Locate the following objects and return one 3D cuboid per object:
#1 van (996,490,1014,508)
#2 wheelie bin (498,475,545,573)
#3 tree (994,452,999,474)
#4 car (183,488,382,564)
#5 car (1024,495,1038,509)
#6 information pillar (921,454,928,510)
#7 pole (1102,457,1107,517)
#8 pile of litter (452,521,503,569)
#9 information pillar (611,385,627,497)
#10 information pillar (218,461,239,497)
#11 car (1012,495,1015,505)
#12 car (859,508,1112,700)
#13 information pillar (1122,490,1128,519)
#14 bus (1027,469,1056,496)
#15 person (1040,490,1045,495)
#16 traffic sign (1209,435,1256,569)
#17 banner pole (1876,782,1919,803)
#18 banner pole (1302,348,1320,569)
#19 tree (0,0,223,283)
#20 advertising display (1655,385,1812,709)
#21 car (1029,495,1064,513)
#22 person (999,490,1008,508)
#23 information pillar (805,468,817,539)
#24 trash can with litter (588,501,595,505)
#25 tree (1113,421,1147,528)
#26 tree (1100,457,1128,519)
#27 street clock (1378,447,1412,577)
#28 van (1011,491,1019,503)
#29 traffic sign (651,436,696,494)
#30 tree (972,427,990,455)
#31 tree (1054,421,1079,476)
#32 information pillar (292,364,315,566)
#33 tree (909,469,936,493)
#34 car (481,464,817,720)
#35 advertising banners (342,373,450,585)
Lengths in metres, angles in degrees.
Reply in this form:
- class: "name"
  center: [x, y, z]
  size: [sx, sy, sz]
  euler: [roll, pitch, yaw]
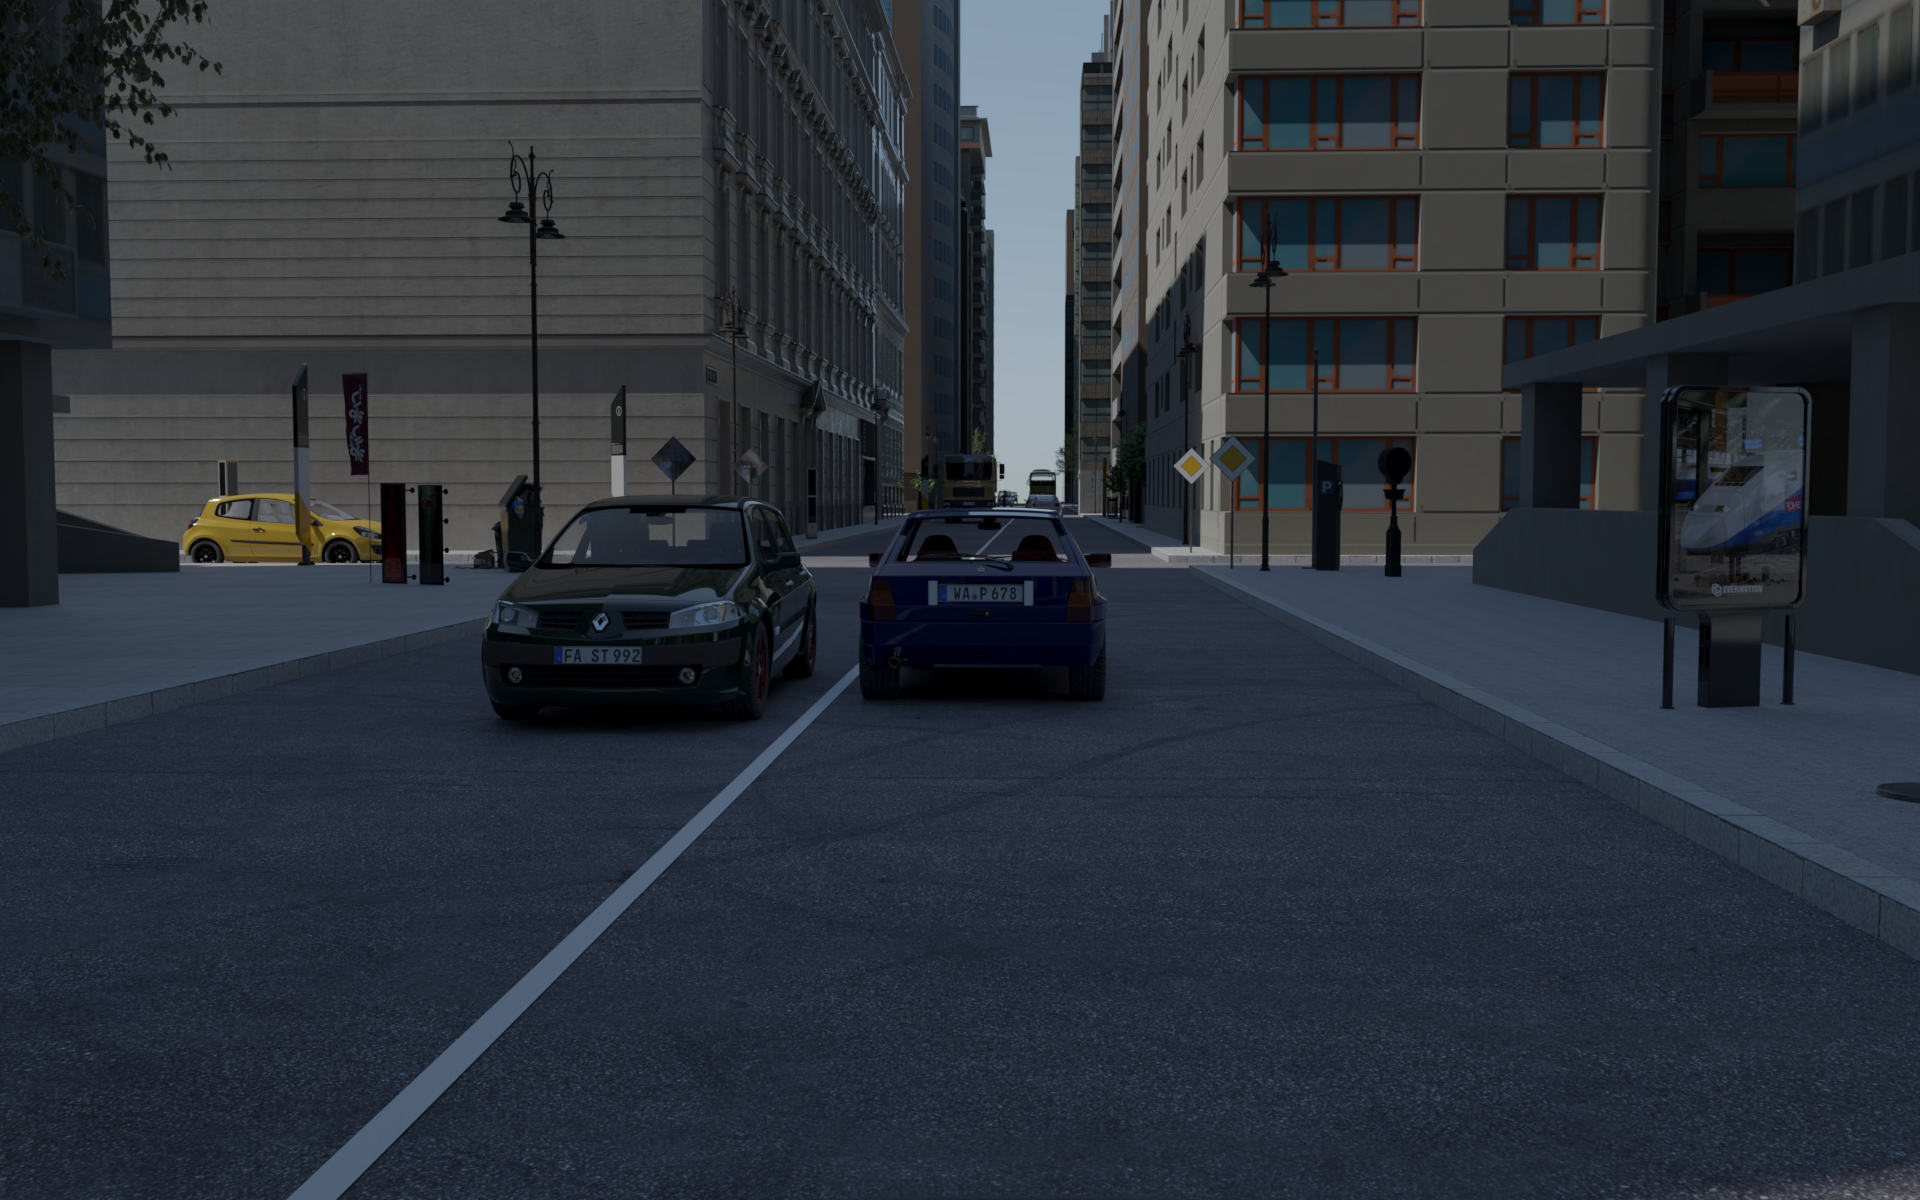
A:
- class: "van"
  center: [4.794, -10.884, 184.961]
  size: [2.013, 2.044, 4.112]
  euler: [0, 4, 1]
- class: "wheelie bin"
  center: [-7.207, -1.261, 28.525]
  size: [0.693, 1.594, 0.980]
  euler: [-2, 4, -27]
- class: "tree"
  center: [4.308, -19.724, 272.845]
  size: [4.360, 8.622, 3.978]
  euler: [0, 3, 0]
- class: "car"
  center: [-12.644, -1.395, 33.029]
  size: [3.980, 1.641, 2.015]
  euler: [0, 4, 4]
- class: "car"
  center: [6.041, -7.555, 135.892]
  size: [2.083, 1.381, 4.827]
  euler: [0, 4, 1]
- class: "information pillar"
  center: [-2.037, -6.670, 100.404]
  size: [0.504, 3.616, 0.183]
  euler: [-3, 5, -39]
- class: "pole"
  center: [8.046, -6.272, 96.386]
  size: [0.158, 3.312, 0.155]
  euler: [0, 3, 0]
- class: "pile of litter"
  center: [-7.939, -0.983, 30.036]
  size: [1.719, 0.858, 1.176]
  euler: [-1, 4, -10]
- class: "information pillar"
  center: [-7.350, -2.815, 37.380]
  size: [0.183, 3.616, 0.504]
  euler: [-3, 5, -44]
- class: "information pillar"
  center: [-16.076, -2.056, 38.108]
  size: [0.304, 2.012, 0.304]
  euler: [2, 4, 35]
- class: "car"
  center: [6.339, -13.360, 230.445]
  size: [2.014, 1.417, 4.499]
  euler: [0, 4, 1]
- class: "car"
  center: [0.219, -0.050, 13.404]
  size: [1.945, 1.354, 3.894]
  euler: [0, 4, 2]
- class: "information pillar"
  center: [8.656, -5.259, 90.471]
  size: [0.304, 2.012, 0.304]
  euler: [-3, 4, -38]
- class: "bus"
  center: [8.044, -10.931, 170.266]
  size: [2.896, 3.916, 12.252]
  euler: [0, 4, 2]
- class: "person"
  center: [6.330, -7.521, 132.413]
  size: [0.756, 1.711, 0.436]
  euler: [2, 4, 30]
- class: "traffic sign"
  center: [4.657, -1.590, 29.642]
  size: [0.795, 2.450, 0.064]
  euler: [0, 4, 3]
- class: "banner pole"
  center: [4.231, -1.040, 7.027]
  size: [0.401, 3.779, 0.863]
  euler: [-2, 4, -32]
- class: "banner pole"
  center: [6.132, -2.442, 29.948]
  size: [0.401, 3.779, 0.863]
  euler: [1, 4, 9]
- class: "tree"
  center: [-6.835, -3.741, 11.521]
  size: [4.360, 8.622, 3.978]
  euler: [0, 3, 0]
- class: "advertising display"
  center: [4.645, -0.318, 10.411]
  size: [0.974, 1.923, 0.123]
  euler: [-1, 4, -15]
- class: "car"
  center: [5.098, -5.499, 102.268]
  size: [2.083, 1.381, 4.827]
  euler: [0, 4, 5]
- class: "person"
  center: [3.284, -7.418, 130.503]
  size: [0.721, 1.743, 1.217]
  euler: [-2, 4, -32]
- class: "information pillar"
  center: [-4.246, -2.752, 49.481]
  size: [0.304, 2.012, 0.304]
  euler: [-1, 4, -13]
- class: "trash can with litter"
  center: [-5.661, -1.033, 28.274]
  size: [0.624, 1.170, 1.055]
  euler: [2, 4, 31]
- class: "tree"
  center: [7.581, -5.076, 66.711]
  size: [4.285, 4.588, 4.351]
  euler: [0, 3, 0]
- class: "tree"
  center: [7.937, -5.763, 88.826]
  size: [1.663, 3.219, 1.824]
  euler: [0, 3, 0]
- class: "street clock"
  center: [6.723, -1.362, 26.831]
  size: [0.471, 2.002, 0.358]
  euler: [-1, 4, -20]
- class: "van"
  center: [8.137, -15.940, 267.637]
  size: [2.013, 2.044, 4.112]
  euler: [0, 4, 2]
- class: "traffic sign"
  center: [-4.976, -1.618, 30.100]
  size: [0.795, 2.450, 0.064]
  euler: [0, 4, 3]
- class: "tree"
  center: [1.333, -14.715, 190.955]
  size: [4.737, 8.622, 4.395]
  euler: [0, 3, 0]
- class: "tree"
  center: [13.970, -16.091, 197.502]
  size: [7.601, 10.594, 8.767]
  euler: [3, 5, 41]
- class: "information pillar"
  center: [-11.794, -2.428, 31.045]
  size: [0.183, 3.616, 0.504]
  euler: [0, 4, 3]
- class: "tree"
  center: [-2.188, -7.153, 111.546]
  size: [1.663, 3.219, 1.824]
  euler: [0, 3, 0]
- class: "car"
  center: [-2.055, -0.151, 12.260]
  size: [2.009, 1.686, 4.222]
  euler: [0, 4, 2]
- class: "advertising banners"
  center: [-8.090, -1.747, 24.751]
  size: [2.074, 3.025, 0.090]
  euler: [2, 4, 30]
